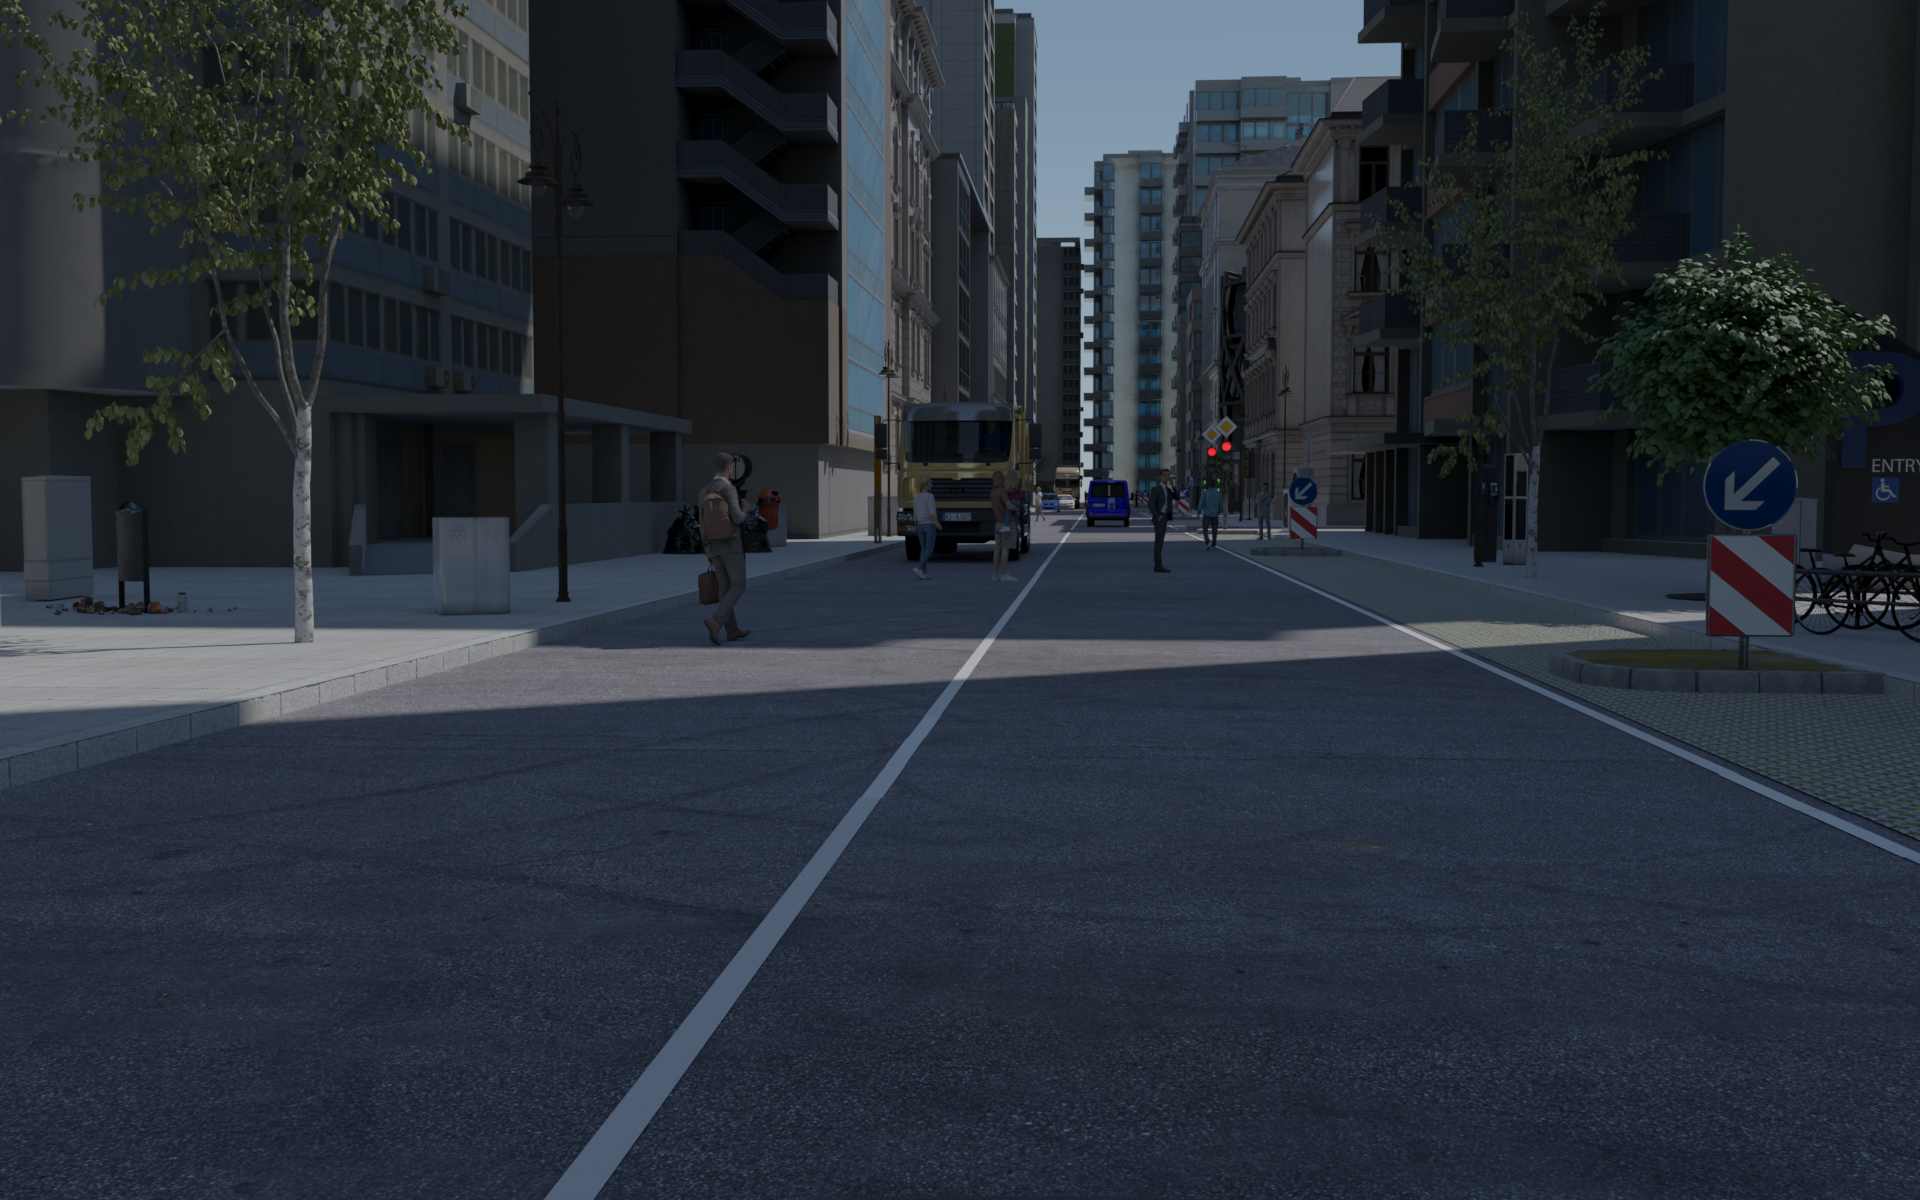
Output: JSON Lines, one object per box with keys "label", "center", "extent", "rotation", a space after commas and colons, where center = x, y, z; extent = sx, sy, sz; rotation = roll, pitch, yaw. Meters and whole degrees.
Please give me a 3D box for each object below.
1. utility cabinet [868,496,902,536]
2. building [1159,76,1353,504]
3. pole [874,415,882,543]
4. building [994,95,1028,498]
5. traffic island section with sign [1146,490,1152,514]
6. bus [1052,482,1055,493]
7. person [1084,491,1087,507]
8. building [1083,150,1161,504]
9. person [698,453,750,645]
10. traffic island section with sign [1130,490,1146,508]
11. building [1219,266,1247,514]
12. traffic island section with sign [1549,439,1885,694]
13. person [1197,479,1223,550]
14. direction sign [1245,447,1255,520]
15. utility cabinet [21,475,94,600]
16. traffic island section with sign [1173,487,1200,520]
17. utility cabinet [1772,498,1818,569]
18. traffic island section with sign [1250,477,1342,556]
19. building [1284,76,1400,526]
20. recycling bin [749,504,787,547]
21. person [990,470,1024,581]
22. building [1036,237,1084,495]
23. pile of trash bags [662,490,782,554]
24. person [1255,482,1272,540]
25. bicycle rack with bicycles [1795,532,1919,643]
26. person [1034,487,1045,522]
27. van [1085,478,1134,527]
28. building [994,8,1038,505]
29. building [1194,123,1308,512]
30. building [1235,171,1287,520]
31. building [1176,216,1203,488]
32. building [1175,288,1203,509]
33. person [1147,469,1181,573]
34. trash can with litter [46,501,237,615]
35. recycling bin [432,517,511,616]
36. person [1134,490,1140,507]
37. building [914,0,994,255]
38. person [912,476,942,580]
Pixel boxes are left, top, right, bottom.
{"label": "utility cabinet", "center": [-2.319, -2.587, 53.467], "extent": [1.020, 1.237, 0.306], "rotation": [1, 4, 14]}
{"label": "building", "center": [36.258, -35.655, 202.572], "extent": [23.786, 49.044, 30.456], "rotation": [0, 4, 5]}
{"label": "pole", "center": [-2.138, -3.132, 45.048], "extent": [0.158, 3.312, 0.155], "rotation": [0, 3, 0]}
{"label": "building", "center": [-0.561, -29.975, 173.684], "extent": [14.154, 41.232, 14.086], "rotation": [0, 4, 5]}
{"label": "traffic island section with sign", "center": [14.484, -7.045, 123.805], "extent": [1.989, 1.847, 2.006], "rotation": [0, 4, 5]}
{"label": "bus", "center": [12.156, -12.365, 197.035], "extent": [2.948, 3.499, 13.247], "rotation": [0, 4, 5]}
{"label": "person", "center": [14.267, -11.487, 196.332], "extent": [0.705, 1.822, 1.348], "rotation": [-1, 4, -11]}
{"label": "building", "center": [32.456, -37.944, 239.995], "extent": [30.456, 49.044, 23.786], "rotation": [0, 4, 5]}
{"label": "person", "center": [-2.299, -0.505, 16.713], "extent": [0.622, 1.834, 0.822], "rotation": [2, 4, 32]}
{"label": "traffic island section with sign", "center": [20.503, -11.654, 199.162], "extent": [1.989, 1.847, 2.006], "rotation": [0, 4, 5]}
{"label": "building", "center": [25.813, -15.203, 116.022], "extent": [16.820, 18.784, 16.811], "rotation": [0, 4, 5]}
{"label": "traffic island section with sign", "center": [5.673, -0.287, 13.319], "extent": [1.989, 1.847, 2.006], "rotation": [0, 4, 5]}
{"label": "person", "center": [6.459, -2.210, 44.651], "extent": [0.660, 1.820, 0.620], "rotation": [-1, 4, -8]}
{"label": "direction sign", "center": [14.147, -5.662, 84.574], "extent": [0.379, 3.537, 0.876], "rotation": [-1, 4, -20]}
{"label": "utility cabinet", "center": [-11.037, -0.765, 21.184], "extent": [0.318, 1.500, 1.173], "rotation": [0, 4, -3]}
{"label": "traffic island section with sign", "center": [12.290, -5.363, 96.319], "extent": [1.989, 1.847, 2.006], "rotation": [0, 4, 5]}
{"label": "utility cabinet", "center": [14.245, -1.127, 29.581], "extent": [0.306, 1.237, 1.020], "rotation": [0, 4, 0]}
{"label": "traffic island section with sign", "center": [7.844, -1.955, 40.591], "extent": [1.989, 1.847, 2.006], "rotation": [0, 4, 5]}
{"label": "building", "center": [24.361, -12.808, 74.039], "extent": [19.286, 19.102, 10.561], "rotation": [0, 4, 5]}
{"label": "recycling bin", "center": [-4.700, -1.810, 42.140], "extent": [0.722, 1.027, 0.722], "rotation": [2, 4, 27]}
{"label": "person", "center": [0.752, -1.225, 28.510], "extent": [0.580, 1.828, 0.573], "rotation": [1, 4, 16]}
{"label": "building", "center": [5.529, -33.896, 246.074], "extent": [23.993, 40.220, 32.217], "rotation": [0, 4, 5]}
{"label": "pile of trash bags", "center": [-4.953, -1.738, 38.171], "extent": [1.912, 1.369, 3.447], "rotation": [2, 4, 25]}
{"label": "person", "center": [9.481, -2.777, 54.089], "extent": [0.511, 1.800, 0.466], "rotation": [1, 4, 18]}
{"label": "bicycle rack with bicycles", "center": [8.546, -0.146, 15.765], "extent": [2.852, 0.926, 2.925], "rotation": [-3, 4, -36]}
{"label": "person", "center": [4.167, -4.986, 90.253], "extent": [0.641, 1.798, 0.478], "rotation": [3, 4, 38]}
{"label": "van", "center": [6.633, -4.449, 77.131], "extent": [2.240, 2.365, 5.245], "rotation": [0, 4, 6]}
{"label": "building", "center": [-4.853, -40.909, 210.857], "extent": [28.212, 58.520, 21.231], "rotation": [0, 4, 5]}
{"label": "building", "center": [25.551, -21.304, 134.228], "extent": [13.634, 28.700, 20.117], "rotation": [0, 4, 5]}
{"label": "building", "center": [20.721, -13.952, 92.743], "extent": [10.561, 19.102, 19.286], "rotation": [0, 4, 5]}
{"label": "building", "center": [29.714, -25.055, 181.349], "extent": [14.160, 30.474, 14.107], "rotation": [0, 4, 5]}
{"label": "building", "center": [34.381, -19.209, 159.105], "extent": [27.650, 21.520, 28.899], "rotation": [0, 4, 5]}
{"label": "person", "center": [3.767, -1.470, 31.893], "extent": [0.474, 1.900, 0.648], "rotation": [2, 4, 30]}
{"label": "trash can with litter", "center": [-9.201, -0.488, 19.041], "extent": [2.233, 1.210, 1.678], "rotation": [2, 4, 35]}
{"label": "recycling bin", "center": [-5.278, -0.376, 18.702], "extent": [0.722, 1.027, 0.722], "rotation": [-2, 4, -23]}
{"label": "person", "center": [19.763, -11.358, 194.143], "extent": [0.705, 1.831, 1.348], "rotation": [3, 5, 43]}
{"label": "building", "center": [-5.164, -43.885, 155.765], "extent": [20.563, 71.187, 20.611], "rotation": [0, 4, 5]}
{"label": "person", "center": [-0.589, -1.218, 29.080], "extent": [0.731, 1.740, 0.598], "rotation": [3, 4, 36]}
